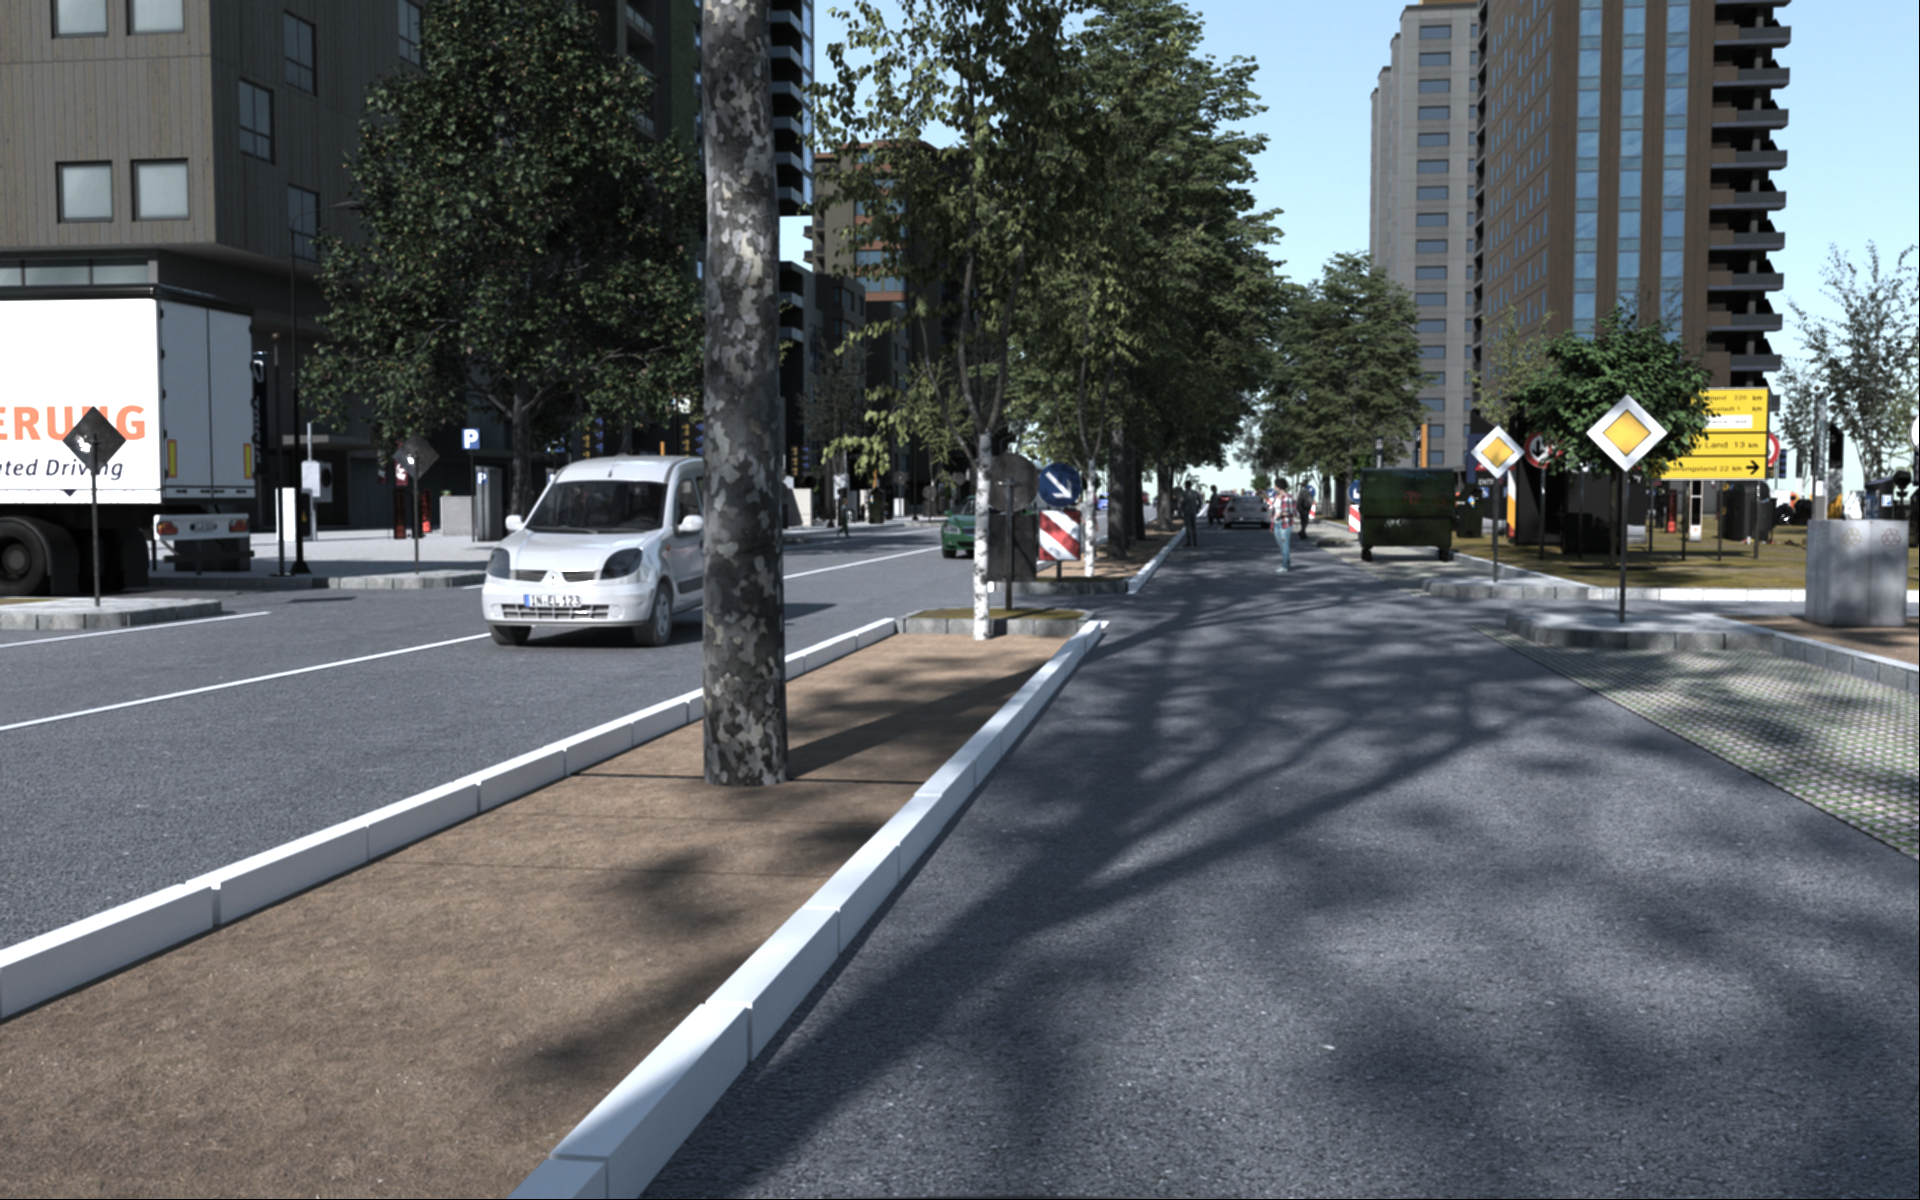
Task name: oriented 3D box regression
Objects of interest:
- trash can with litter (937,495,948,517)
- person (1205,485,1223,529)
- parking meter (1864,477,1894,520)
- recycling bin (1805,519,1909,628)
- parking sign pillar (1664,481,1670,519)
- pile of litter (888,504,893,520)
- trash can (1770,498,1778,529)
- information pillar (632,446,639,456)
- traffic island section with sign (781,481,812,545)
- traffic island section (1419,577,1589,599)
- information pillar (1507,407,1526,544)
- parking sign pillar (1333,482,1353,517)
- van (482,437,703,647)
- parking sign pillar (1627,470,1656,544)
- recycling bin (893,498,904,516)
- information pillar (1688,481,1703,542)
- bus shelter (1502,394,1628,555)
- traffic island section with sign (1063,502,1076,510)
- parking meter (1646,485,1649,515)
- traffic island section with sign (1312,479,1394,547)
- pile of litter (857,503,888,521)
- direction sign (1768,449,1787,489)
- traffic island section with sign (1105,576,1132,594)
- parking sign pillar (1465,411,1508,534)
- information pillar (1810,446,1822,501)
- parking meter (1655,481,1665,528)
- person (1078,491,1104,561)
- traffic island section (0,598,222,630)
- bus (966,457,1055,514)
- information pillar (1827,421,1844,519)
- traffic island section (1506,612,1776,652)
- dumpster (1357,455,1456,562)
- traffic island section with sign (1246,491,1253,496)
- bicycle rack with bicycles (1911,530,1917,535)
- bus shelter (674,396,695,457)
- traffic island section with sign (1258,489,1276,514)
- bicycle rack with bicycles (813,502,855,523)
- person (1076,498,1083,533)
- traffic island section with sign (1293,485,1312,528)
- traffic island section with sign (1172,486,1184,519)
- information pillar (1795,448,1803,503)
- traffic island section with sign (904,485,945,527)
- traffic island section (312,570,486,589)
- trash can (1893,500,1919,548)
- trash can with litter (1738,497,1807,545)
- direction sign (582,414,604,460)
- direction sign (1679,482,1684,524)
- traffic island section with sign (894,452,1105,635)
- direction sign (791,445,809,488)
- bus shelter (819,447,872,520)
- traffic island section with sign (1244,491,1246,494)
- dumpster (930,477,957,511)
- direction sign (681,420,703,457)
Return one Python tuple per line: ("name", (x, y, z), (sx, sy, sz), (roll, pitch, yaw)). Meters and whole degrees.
("trash can with litter", (-1.377, -5.193, 95.970), (2.233, 1.210, 1.678), (-1, 4, -15))
("person", (10.312, -3.764, 70.217), (0.728, 1.800, 0.709), (1, 4, 10))
("parking meter", (13.483, -1.041, 25.432), (0.372, 1.533, 0.369), (0, 3, 0))
("recycling bin", (8.778, -0.270, 16.971), (0.722, 1.027, 0.722), (1, 4, 8))
("parking sign pillar", (36.642, -6.254, 90.731), (1.447, 3.967, 1.447), (-3, 4, -38))
("pile of litter", (-3.935, -4.379, 85.567), (1.176, 0.858, 1.719), (2, 4, 32))
("trash can", (29.802, -3.198, 63.938), (0.748, 1.137, 0.748), (0, 3, 0))
("information pillar", (-15.881, -5.705, 84.634), (0.183, 3.616, 0.504), (3, 4, 36))
("traffic island section with sign", (-5.365, -2.537, 50.113), (1.989, 1.847, 2.006), (1, 4, 8))
("traffic island section", (7.814, -0.180, 25.228), (2.009, 0.180, 2.903), (1, 4, 8))
("information pillar", (14.250, -3.239, 44.313), (0.183, 3.616, 0.504), (-2, 4, -33))
("parking sign pillar", (21.200, -6.506, 94.845), (1.447, 3.967, 1.447), (-1, 4, -19))
("van", (-3.425, -0.649, 17.624), (2.013, 2.044, 4.112), (0, 4, 7))
("parking sign pillar", (17.151, -3.460, 45.048), (1.447, 3.967, 1.447), (0, 4, -2))
("recycling bin", (-3.495, -5.417, 101.122), (0.722, 1.027, 0.722), (-1, 4, -11))
("information pillar", (19.638, -2.554, 46.246), (0.304, 2.012, 0.304), (1, 4, 15))
("bus shelter", (13.683, -2.941, 39.372), (1.731, 3.624, 6.357), (1, 4, 8))
("traffic island section with sign", (9.957, -8.844, 153.232), (1.989, 1.847, 2.006), (1, 4, 8))
("parking meter", (38.316, -5.551, 96.475), (0.399, 1.863, 0.255), (2, 4, 31))
("traffic island section with sign", (10.821, -2.381, 47.565), (1.989, 1.847, 2.006), (1, 4, 8))
("pile of litter", (-4.394, -4.139, 81.638), (1.719, 0.858, 1.176), (0, 4, -2))
("direction sign", (40.962, -5.806, 86.928), (0.876, 3.537, 0.379), (1, 4, 21))
("traffic island section with sign", (1.541, -1.081, 25.814), (2.006, 1.907, 1.989), (1, 4, 8))
("parking sign pillar", (16.938, -4.110, 55.663), (1.447, 3.967, 1.447), (3, 5, 43))
("information pillar", (38.317, -5.268, 77.479), (0.504, 3.616, 0.183), (1, 4, 20))
("parking meter", (26.210, -3.615, 64.816), (0.255, 1.863, 0.399), (1, 4, 12))
("person", (2.772, -1.582, 36.955), (0.523, 1.515, 0.503), (2, 4, 28))
("traffic island section", (-9.869, 0.153, 19.778), (2.009, 0.180, 2.903), (1, 4, 8))
("bus", (2.607, -5.331, 82.025), (2.948, 3.499, 13.247), (1, 4, 9))
("information pillar", (28.132, -3.934, 55.679), (0.183, 3.616, 0.504), (-2, 4, -25))
("traffic island section", (6.641, 0.303, 17.329), (2.009, 0.180, 2.903), (1, 4, 8))
("dumpster", (9.426, -1.939, 36.656), (1.985, 2.255, 1.502), (1, 4, 9))
("traffic island section with sign", (26.173, -8.702, 150.912), (1.989, 1.847, 2.006), (1, 4, 8))
("bicycle rack with bicycles", (30.990, -2.435, 53.193), (2.852, 0.926, 2.925), (0, 4, -7))
("bus shelter", (-8.891, -5.296, 64.216), (2.179, 5.291, 8.768), (1, 4, 8))
("traffic island section with sign", (22.166, -7.053, 123.948), (1.989, 1.847, 2.006), (1, 4, 8))
("bicycle rack with bicycles", (-5.880, -3.870, 76.661), (2.925, 0.926, 2.852), (-1, 4, -14))
("person", (4.445, -3.144, 64.169), (0.640, 1.303, 0.475), (2, 4, 28))
("traffic island section with sign", (14.825, -4.034, 74.592), (1.989, 1.847, 2.006), (1, 4, 8))
("traffic island section with sign", (12.574, -5.627, 100.141), (2.006, 1.907, 1.989), (1, 4, 8))
("information pillar", (42.609, -5.907, 87.928), (0.504, 3.616, 0.183), (-2, 4, -34))
("traffic island section with sign", (-1.364, -4.182, 76.998), (1.989, 1.847, 2.006), (1, 4, 8))
("traffic island section", (-8.696, -0.330, 27.677), (2.009, 0.180, 2.903), (1, 4, 8))
("trash can", (22.700, -1.825, 41.496), (0.748, 1.137, 0.748), (0, 3, 0))
("trash can with litter", (20.977, -2.036, 44.353), (2.233, 1.210, 1.678), (1, 4, 10))
("direction sign", (-10.413, -3.499, 49.201), (0.876, 3.537, 0.379), (2, 4, 35))
("direction sign", (31.105, -5.038, 74.371), (0.379, 3.537, 0.876), (3, 4, 38))
("traffic island section with sign", (0.443, -0.633, 18.489), (2.006, 1.907, 1.989), (1, 4, 8))
("direction sign", (-7.374, -5.375, 79.879), (0.876, 3.537, 0.379), (1, 4, 16))
("bus shelter", (-5.723, -5.974, 88.965), (1.731, 3.624, 6.357), (1, 4, 8))
("traffic island section with sign", (34.224, -12.022, 205.189), (1.989, 1.847, 2.006), (1, 4, 8))
("dumpster", (-1.074, -5.995, 100.519), (1.502, 2.255, 1.985), (1, 4, 8))
("direction sign", (-8.209, -3.748, 53.279), (0.876, 3.537, 0.379), (2, 4, 30))
